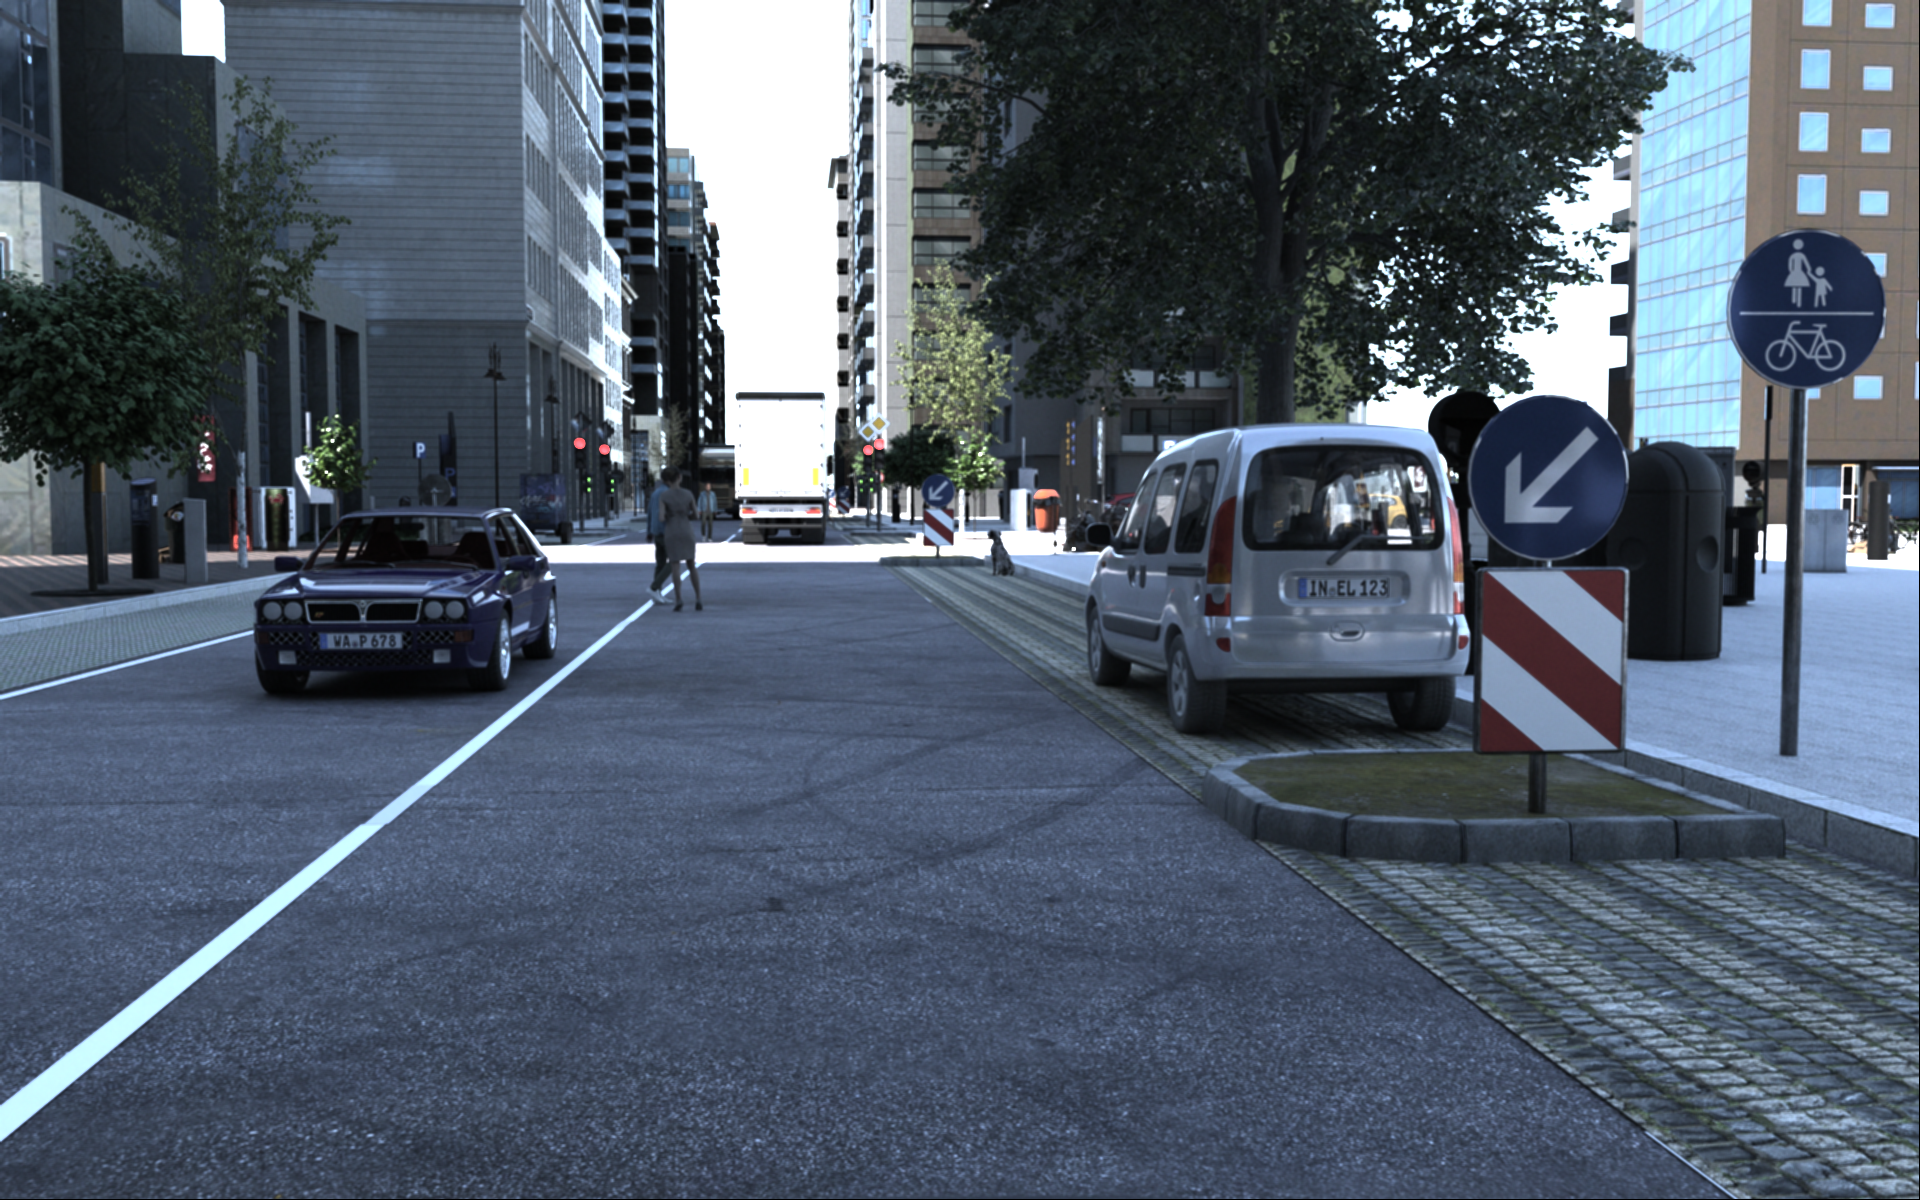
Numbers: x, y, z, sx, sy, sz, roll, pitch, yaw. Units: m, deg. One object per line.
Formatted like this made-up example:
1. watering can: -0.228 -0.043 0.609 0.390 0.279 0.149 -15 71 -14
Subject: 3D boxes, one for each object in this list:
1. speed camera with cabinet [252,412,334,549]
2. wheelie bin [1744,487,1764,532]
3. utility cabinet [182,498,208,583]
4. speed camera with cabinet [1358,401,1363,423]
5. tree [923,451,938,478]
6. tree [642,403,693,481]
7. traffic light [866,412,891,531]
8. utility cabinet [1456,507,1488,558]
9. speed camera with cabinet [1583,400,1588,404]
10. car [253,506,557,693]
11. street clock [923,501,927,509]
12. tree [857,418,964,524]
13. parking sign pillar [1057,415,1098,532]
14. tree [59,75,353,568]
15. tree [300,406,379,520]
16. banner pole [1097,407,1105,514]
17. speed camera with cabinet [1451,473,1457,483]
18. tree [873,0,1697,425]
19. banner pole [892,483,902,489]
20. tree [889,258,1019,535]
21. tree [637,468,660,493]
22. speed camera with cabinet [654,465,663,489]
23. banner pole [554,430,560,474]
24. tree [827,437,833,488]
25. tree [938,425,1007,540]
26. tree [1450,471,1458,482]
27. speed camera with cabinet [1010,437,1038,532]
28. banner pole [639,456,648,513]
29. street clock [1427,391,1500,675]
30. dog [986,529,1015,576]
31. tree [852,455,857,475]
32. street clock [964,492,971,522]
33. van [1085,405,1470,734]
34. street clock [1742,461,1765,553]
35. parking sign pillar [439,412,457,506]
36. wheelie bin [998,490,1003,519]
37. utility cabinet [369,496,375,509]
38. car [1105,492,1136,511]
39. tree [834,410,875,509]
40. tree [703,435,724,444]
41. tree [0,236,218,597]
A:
1. speed camera with cabinet: -15.953 -2.868 41.231 0.660 3.252 2.038 2 4 33
2. wheelie bin: 27.321 -3.156 59.516 0.693 1.594 0.980 1 4 16
3. utility cabinet: -11.228 -0.874 25.454 0.306 1.237 1.020 -1 4 -22
4. speed camera with cabinet: 8.421 -2.658 37.793 0.660 3.252 2.038 0 4 4
5. tree: -0.659 -4.402 66.573 1.663 3.219 1.824 0 3 0
6. tree: -23.355 -11.527 138.824 4.360 8.622 3.978 0 3 0
7. traffic light: -2.793 -4.311 59.401 0.839 4.253 0.868 0 4 -6
8. utility cabinet: 10.403 -1.589 34.665 0.318 1.500 1.173 -1 4 -19
9. speed camera with cabinet: 12.473 -2.581 36.535 2.038 3.252 0.660 1 4 11
10. car: -4.281 -0.072 13.761 1.945 1.354 3.894 0 4 -5
11. street clock: -1.738 -4.973 85.886 0.471 2.002 0.358 -1 4 -15
12. tree: -1.461 -5.604 75.331 4.285 4.588 4.351 0 3 0
13. parking sign pillar: 4.076 -4.341 59.450 1.447 3.967 1.447 3 5 40
14. tree: -12.744 -4.866 29.925 4.737 8.622 4.395 0 3 0
15. tree: -13.577 -2.663 38.144 1.663 3.219 1.824 0 3 0
16. banner pole: 4.066 -3.660 49.853 0.401 3.779 0.863 1 4 21
17. speed camera with cabinet: 24.640 -5.667 86.984 0.660 3.252 2.038 1 4 19
18. tree: 3.881 -6.968 20.577 9.857 13.997 8.962 0 3 0
19. banner pole: -4.233 -7.620 114.596 0.863 3.779 0.401 -1 4 -21
20. tree: -0.013 -6.313 53.578 4.737 8.622 4.395 0 3 0
21. tree: -22.530 -8.004 125.475 1.663 3.219 1.824 0 3 0
22. speed camera with cabinet: -20.837 -7.660 119.581 0.660 3.252 2.038 -1 4 -10
23. banner pole: -15.896 -4.788 68.296 0.401 3.779 0.863 -3 4 -36
24. tree: -16.932 -16.849 225.838 4.737 8.622 4.395 0 3 0
25. tree: 0.384 -3.306 48.654 1.663 3.219 1.824 0 3 0
26. tree: 15.365 -3.475 51.426 1.663 3.219 1.824 0 3 0
27. speed camera with cabinet: 2.225 -4.009 59.881 0.660 3.252 2.038 1 4 14
28. banner pole: -20.972 -7.626 114.700 0.863 3.779 0.401 2 4 28
29. street clock: 3.568 -0.472 12.286 0.471 2.002 0.358 0 4 -4
30. dog: 0.703 -0.823 30.286 0.513 0.831 0.800 0 4 3
31. tree: -5.293 -7.742 110.299 4.285 4.588 4.351 0 3 0
32. street clock: 0.324 -4.523 78.528 0.358 2.002 0.471 0 4 1
33. van: 1.954 -0.289 11.739 2.013 2.044 4.112 0 4 -6
34. street clock: 17.174 -2.012 37.464 0.358 2.002 0.471 -2 4 -26
35. parking sign pillar: -16.570 -4.138 56.133 1.447 3.967 1.447 -1 4 -20
36. wheelie bin: 2.302 -4.891 87.871 0.693 1.594 0.980 1 4 16
37. utility cabinet: -42.755 -7.032 126.137 0.306 1.237 1.020 -1 4 -19
38. car: 7.278 -3.437 65.232 4.494 1.783 2.155 0 4 -6
39. tree: -8.944 -12.386 152.874 4.360 8.622 3.978 0 3 0
40. tree: -30.574 -16.227 215.672 4.360 8.622 3.978 0 3 0
41. tree: -11.228 -2.360 22.295 4.285 4.588 4.351 0 3 0
